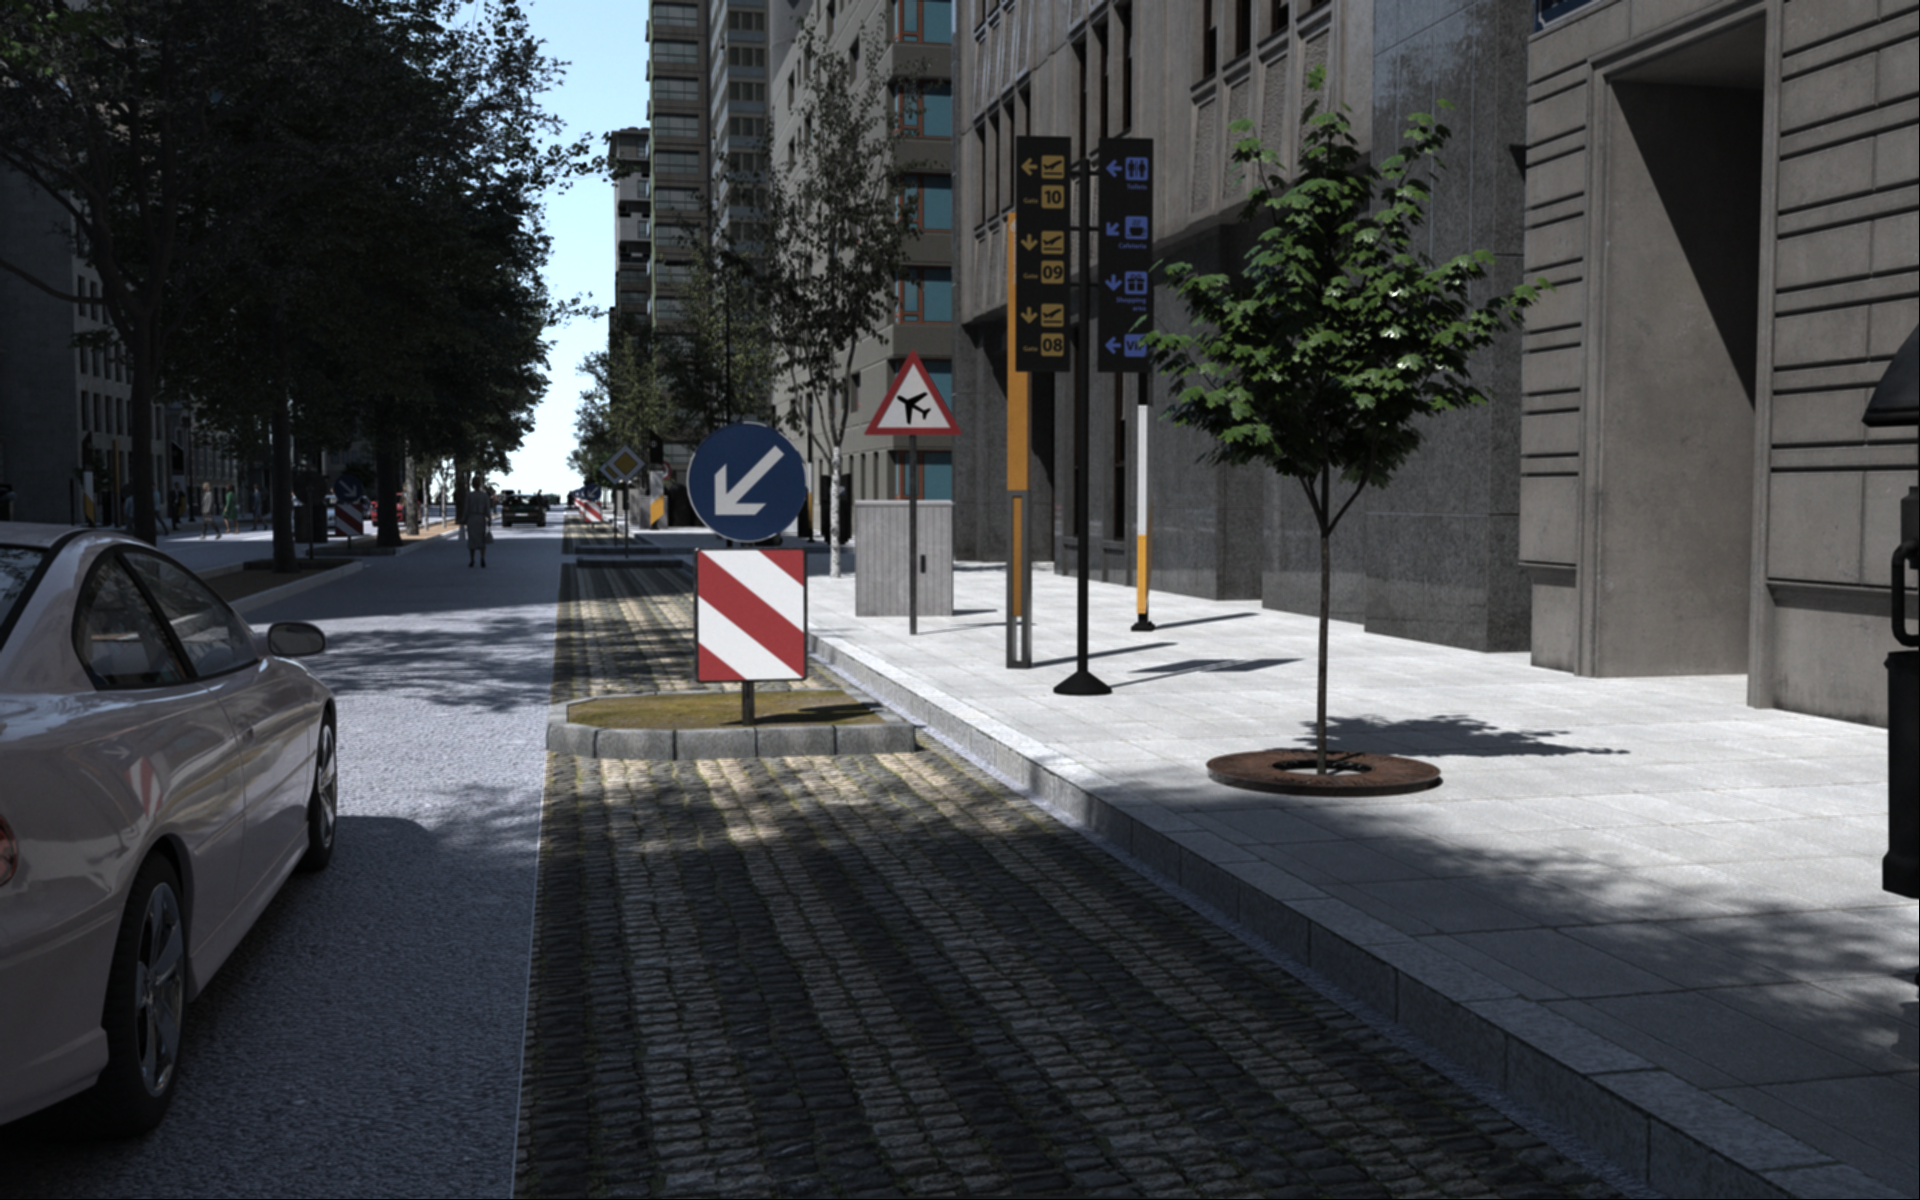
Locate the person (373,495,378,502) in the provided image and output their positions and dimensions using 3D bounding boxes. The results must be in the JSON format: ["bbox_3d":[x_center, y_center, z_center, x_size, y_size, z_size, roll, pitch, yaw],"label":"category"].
[{"bbox_3d":[-47.983,-8.121,141.968,0.721,1.739,1.217,1,4,8],"label":"person"}]

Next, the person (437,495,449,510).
[{"bbox_3d":[-38.461,-7.316,128.944,1.217,1.723,0.721,2,4,29],"label":"person"}]

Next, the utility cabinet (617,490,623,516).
[{"bbox_3d":[-19.314,-5.488,98.403,0.318,1.500,1.173,-1,4,-13],"label":"utility cabinet"}]

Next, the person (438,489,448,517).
[{"bbox_3d":[-32.863,-6.193,110.025,0.678,1.792,0.850,0,4,-2],"label":"person"}]

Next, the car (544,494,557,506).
[{"bbox_3d":[-51.583,-12.566,217.249,2.131,1.459,4.920,-1,4,-15],"label":"car"}]

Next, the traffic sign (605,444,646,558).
[{"bbox_3d":[-6.663,-1.891,34.563,0.795,2.450,0.064,-1,4,-13],"label":"traffic sign"}]

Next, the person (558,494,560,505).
[{"bbox_3d":[-53.858,-13.514,232.717,0.557,1.426,1.065,-1,4,-10],"label":"person"}]

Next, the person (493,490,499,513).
[{"bbox_3d":[-34.217,-7.249,127.734,0.721,1.743,1.217,-2,4,-29],"label":"person"}]

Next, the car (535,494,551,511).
[{"bbox_3d":[-36.879,-8.557,151.913,2.014,1.417,4.499,-1,4,-12],"label":"car"}]

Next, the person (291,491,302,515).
[{"bbox_3d":[-27.111,-3.797,70.673,0.616,1.811,0.778,-2,4,-28],"label":"person"}]

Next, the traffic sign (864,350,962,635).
[{"bbox_3d":[-0.427,-0.962,15.727,0.884,2.594,0.081,0,4,-8],"label":"traffic sign"}]

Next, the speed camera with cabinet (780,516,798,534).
[{"bbox_3d":[-5.721,-3.815,56.707,0.660,3.252,2.038,-1,4,-14],"label":"speed camera with cabinet"}]

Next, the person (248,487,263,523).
[{"bbox_3d":[-34.640,-4.687,85.233,0.694,1.812,0.767,0,4,-4],"label":"person"}]

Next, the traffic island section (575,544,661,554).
[{"bbox_3d":[-8.414,-1.232,42.432,2.009,0.180,2.903,-1,4,-13],"label":"traffic island section"}]

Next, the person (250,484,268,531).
[{"bbox_3d":[-27.496,-3.629,67.856,0.654,1.822,0.581,1,4,10],"label":"person"}]

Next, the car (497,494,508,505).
[{"bbox_3d":[-56.063,-12.360,211.877,2.009,1.686,4.222,-1,4,-14],"label":"car"}]

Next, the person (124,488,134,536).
[{"bbox_3d":[-23.425,-2.371,49.076,0.589,1.601,0.330,-3,5,-42],"label":"person"}]

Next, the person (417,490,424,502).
[{"bbox_3d":[-47.274,-8.738,151.396,1.348,1.821,0.705,1,4,14],"label":"person"}]

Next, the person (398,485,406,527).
[{"bbox_3d":[-23.974,-4.072,74.984,0.656,1.842,0.836,-1,4,-23],"label":"person"}]

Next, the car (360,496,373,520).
[{"bbox_3d":[-33.464,-5.079,95.616,1.945,1.354,3.894,-1,4,-13],"label":"car"}]

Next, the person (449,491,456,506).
[{"bbox_3d":[-62.270,-12.533,213.371,1.348,1.831,0.705,-1,4,-23],"label":"person"}]

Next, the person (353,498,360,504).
[{"bbox_3d":[-31.787,-5.042,91.107,0.590,1.801,0.661,-2,4,-29],"label":"person"}]

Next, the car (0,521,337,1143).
[{"bbox_3d":[-2.999,0.450,5.013,2.083,1.381,4.827,-1,4,-13],"label":"car"}]

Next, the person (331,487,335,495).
[{"bbox_3d":[-26.078,-3.850,72.206,0.466,1.731,0.760,1,4,16],"label":"person"}]

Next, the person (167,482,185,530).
[{"bbox_3d":[-30.885,-3.698,68.318,0.474,1.900,0.648,0,4,7],"label":"person"}]

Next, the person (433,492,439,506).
[{"bbox_3d":[-62.000,-11.998,205.391,1.217,1.736,0.721,1,4,17],"label":"person"}]

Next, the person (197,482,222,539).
[{"bbox_3d":[-23.660,-2.808,54.596,0.728,1.800,0.709,-3,4,-39],"label":"person"}]

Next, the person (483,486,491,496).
[{"bbox_3d":[-26.151,-5.357,95.451,0.474,1.900,0.648,1,4,15],"label":"person"}]

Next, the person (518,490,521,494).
[{"bbox_3d":[-29.718,-6.584,116.965,1.217,1.723,0.721,0,4,2],"label":"person"}]

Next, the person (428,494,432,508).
[{"bbox_3d":[-56.050,-10.464,182.778,0.628,1.438,0.799,-1,4,-9],"label":"person"}]

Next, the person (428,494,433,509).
[{"bbox_3d":[-52.460,-9.767,171.442,1.065,1.426,0.557,-3,4,-36],"label":"person"}]

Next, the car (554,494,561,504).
[{"bbox_3d":[-55.377,-13.686,235.570,2.131,1.459,4.920,-1,4,-14],"label":"car"}]

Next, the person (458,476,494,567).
[{"bbox_3d":[-9.488,-1.532,33.906,0.694,1.780,0.624,-1,4,-11],"label":"person"}]

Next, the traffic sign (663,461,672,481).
[{"bbox_3d":[-11.374,-4.036,66.093,0.768,2.556,0.104,0,4,-7],"label":"traffic sign"}]

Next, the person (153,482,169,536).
[{"bbox_3d":[-27.547,-3.118,59.339,0.748,1.841,0.638,0,4,7],"label":"person"}]

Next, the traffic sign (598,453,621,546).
[{"bbox_3d":[-8.435,-2.367,42.349,0.795,2.450,0.064,-1,4,-13],"label":"traffic sign"}]

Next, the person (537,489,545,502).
[{"bbox_3d":[-28.864,-6.752,119.351,0.568,1.767,0.683,-1,4,-12],"label":"person"}]

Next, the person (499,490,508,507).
[{"bbox_3d":[-34.745,-7.528,132.368,0.721,1.735,1.217,3,4,37],"label":"person"}]

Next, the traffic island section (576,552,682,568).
[{"bbox_3d":[-6.642,-0.756,34.645,2.009,0.180,2.903,-1,4,-13],"label":"traffic island section"}]

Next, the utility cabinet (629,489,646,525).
[{"bbox_3d":[-13.139,-3.869,71.931,1.173,1.500,0.318,0,4,0],"label":"utility cabinet"}]

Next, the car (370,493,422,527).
[{"bbox_3d":[-25.256,-4.201,77.722,2.155,1.783,4.494,-1,4,-11],"label":"car"}]

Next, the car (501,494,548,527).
[{"bbox_3d":[-19.105,-4.044,75.905,2.009,1.686,4.222,-1,4,-11],"label":"car"}]

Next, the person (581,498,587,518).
[{"bbox_3d":[-22.230,-5.733,102.474,0.600,1.795,0.529,1,4,14],"label":"person"}]

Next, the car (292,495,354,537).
[{"bbox_3d":[-21.681,-2.895,59.328,2.014,1.417,4.499,-1,4,-11],"label":"car"}]

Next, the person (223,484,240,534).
[{"bbox_3d":[-26.272,-3.282,62.410,0.529,1.795,0.600,0,4,-8],"label":"person"}]

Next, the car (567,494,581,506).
[{"bbox_3d":[-47.883,-12.566,215.243,2.009,1.686,4.222,-1,4,-11],"label":"car"}]

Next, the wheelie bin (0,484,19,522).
[{"bbox_3d":[-29.117,-2.735,52.620,0.980,1.594,0.693,-1,4,-17],"label":"wheelie bin"}]

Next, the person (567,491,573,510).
[{"bbox_3d":[-33.522,-8.532,148.909,0.541,1.710,0.530,-2,4,-34],"label":"person"}]

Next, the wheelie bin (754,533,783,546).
[{"bbox_3d":[-4.807,-2.140,42.904,0.693,1.594,0.980,1,4,17],"label":"wheelie bin"}]
